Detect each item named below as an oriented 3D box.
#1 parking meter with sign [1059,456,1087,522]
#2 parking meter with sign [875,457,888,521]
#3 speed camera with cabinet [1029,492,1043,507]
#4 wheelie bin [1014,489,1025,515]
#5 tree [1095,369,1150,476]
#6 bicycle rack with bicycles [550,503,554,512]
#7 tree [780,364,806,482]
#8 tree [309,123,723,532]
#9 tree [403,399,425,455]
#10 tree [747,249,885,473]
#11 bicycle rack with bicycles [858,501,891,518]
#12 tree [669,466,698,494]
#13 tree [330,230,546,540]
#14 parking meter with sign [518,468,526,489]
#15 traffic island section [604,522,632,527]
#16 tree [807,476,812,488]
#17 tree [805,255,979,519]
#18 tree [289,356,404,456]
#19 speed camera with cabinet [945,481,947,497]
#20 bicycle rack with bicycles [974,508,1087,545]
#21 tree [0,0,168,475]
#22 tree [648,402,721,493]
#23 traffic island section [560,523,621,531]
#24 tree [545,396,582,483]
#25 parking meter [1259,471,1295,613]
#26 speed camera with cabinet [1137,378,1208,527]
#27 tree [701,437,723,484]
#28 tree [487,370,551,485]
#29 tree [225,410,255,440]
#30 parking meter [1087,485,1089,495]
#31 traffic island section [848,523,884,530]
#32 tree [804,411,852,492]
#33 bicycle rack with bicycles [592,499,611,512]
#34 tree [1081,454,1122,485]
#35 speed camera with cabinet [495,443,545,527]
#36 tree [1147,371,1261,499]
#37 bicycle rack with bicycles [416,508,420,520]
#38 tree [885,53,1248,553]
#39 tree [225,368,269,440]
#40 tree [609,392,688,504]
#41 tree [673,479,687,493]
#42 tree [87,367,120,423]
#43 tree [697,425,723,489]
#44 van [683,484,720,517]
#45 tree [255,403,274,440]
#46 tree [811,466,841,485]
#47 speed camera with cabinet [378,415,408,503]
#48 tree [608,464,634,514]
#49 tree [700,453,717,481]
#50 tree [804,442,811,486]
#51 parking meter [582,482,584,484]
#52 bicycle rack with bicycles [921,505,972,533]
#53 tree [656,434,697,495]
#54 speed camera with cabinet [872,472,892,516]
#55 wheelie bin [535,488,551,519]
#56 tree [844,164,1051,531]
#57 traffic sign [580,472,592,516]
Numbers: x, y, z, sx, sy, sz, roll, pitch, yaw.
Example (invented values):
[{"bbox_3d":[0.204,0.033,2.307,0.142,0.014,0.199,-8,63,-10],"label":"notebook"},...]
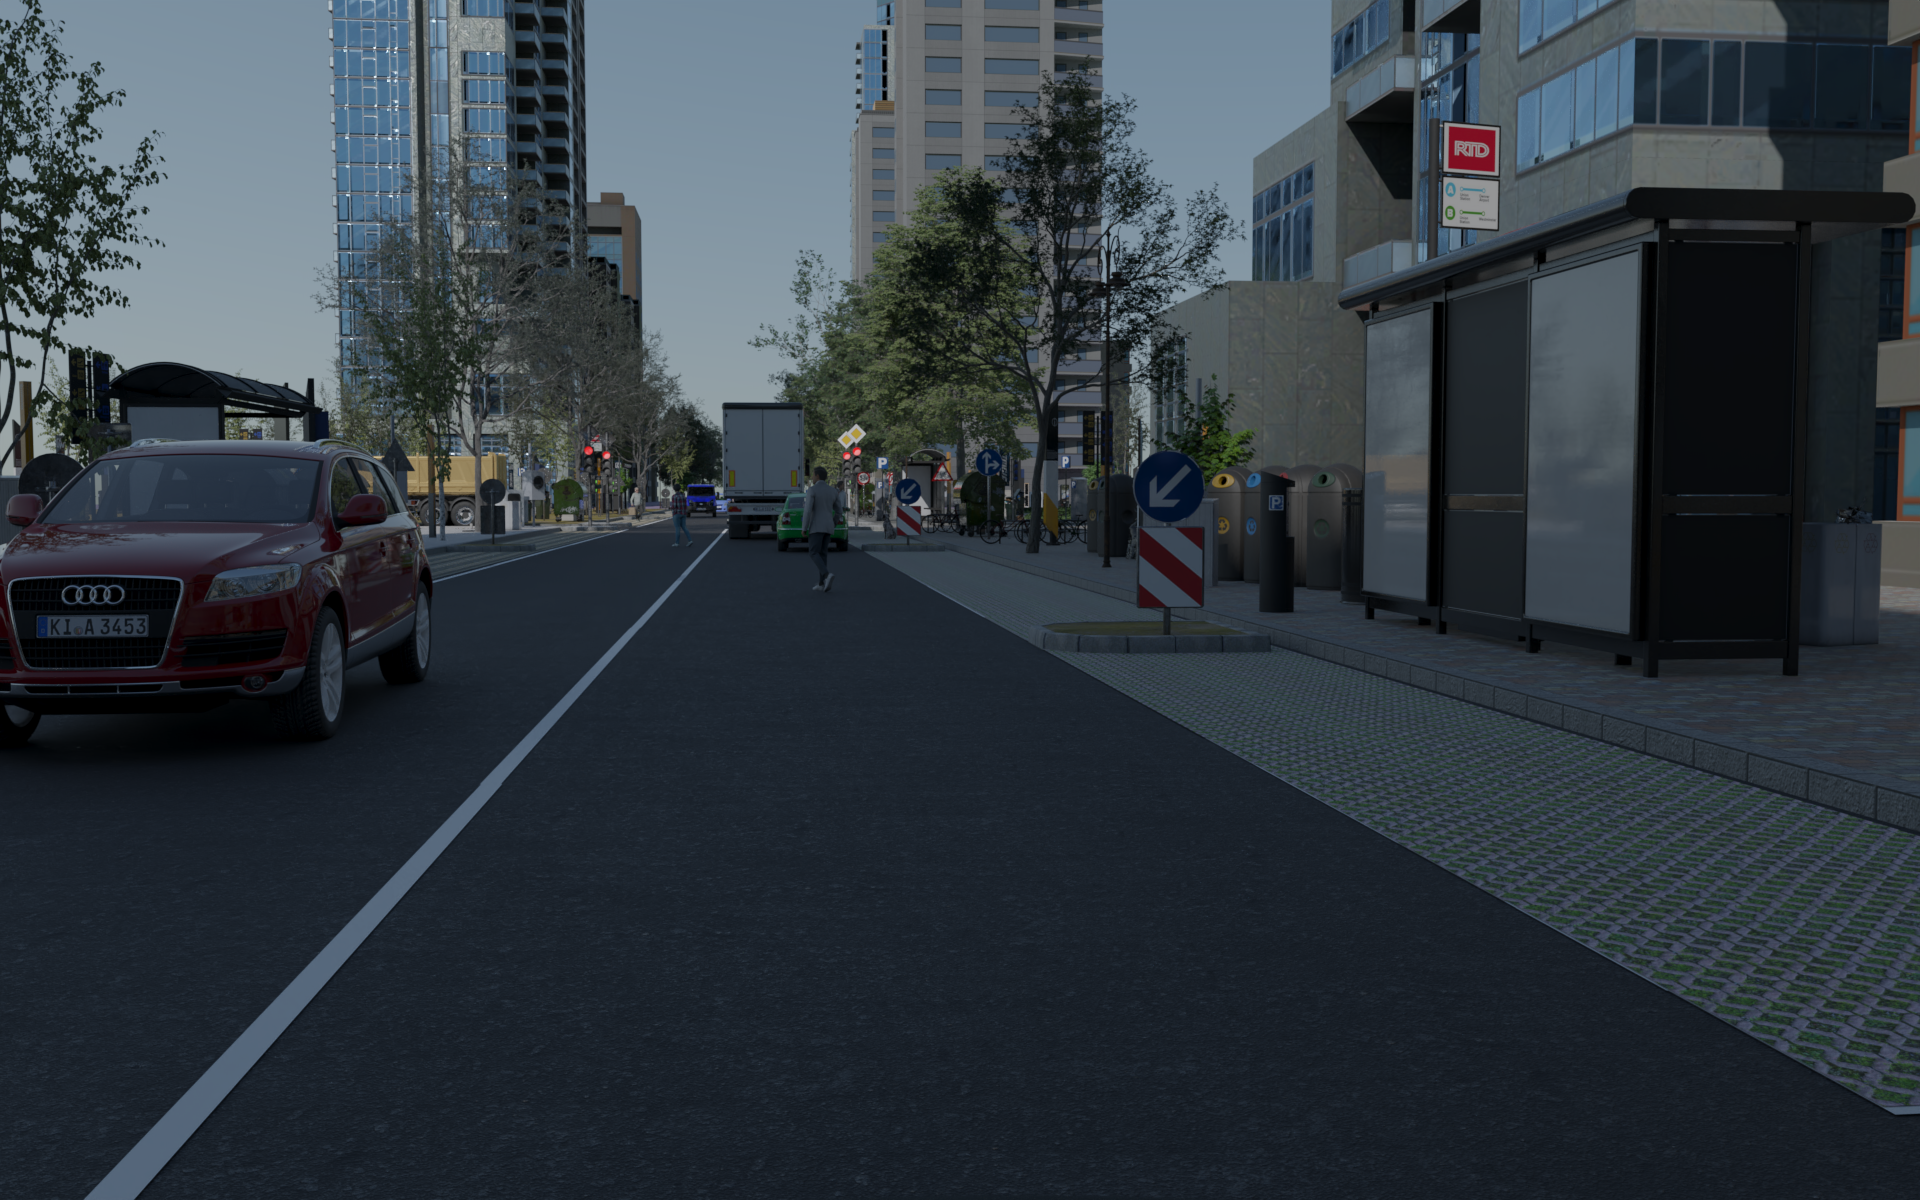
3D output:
[{"bbox_3d":[5.516,-5.115,79.892,1.738,3.016,0.543,-3,4,-37],"label":"parking meter with sign"},{"bbox_3d":[-3.806,-5.294,82.820,0.543,3.016,1.738,-1,4,-9],"label":"parking meter with sign"},{"bbox_3d":[5.598,-7.578,118.242,2.038,3.252,0.660,-1,4,-16],"label":"speed camera with cabinet"},{"bbox_3d":[3.639,-6.044,106.730,0.693,1.594,0.980,-1,4,-17],"label":"wheelie bin"},{"bbox_3d":[9.560,-9.112,99.347,4.360,8.622,3.978,0,3,0],"label":"tree"},{"bbox_3d":[-30.936,-6.818,124.848,2.925,0.926,2.852,0,4,5],"label":"bicycle rack with bicycles"},{"bbox_3d":[-11.776,-15.409,158.594,9.857,13.997,8.962,0,3,0],"label":"tree"},{"bbox_3d":[-16.454,-9.063,58.544,12.009,13.543,11.850,0,3,0],"label":"tree"},{"bbox_3d":[-32.290,-9.023,97.895,4.360,8.622,3.978,0,3,0],"label":"tree"},{"bbox_3d":[-9.769,-17.090,135.315,12.611,20.169,13.585,0,3,0],"label":"tree"},{"bbox_3d":[-3.934,-4.930,93.982,2.852,0.926,2.925,-2,4,-32],"label":"bicycle rack with bicycles"},{"bbox_3d":[-31.609,-13.103,197.939,4.285,4.588,4.351,0,3,0],"label":"tree"},{"bbox_3d":[-14.492,-5.940,47.486,4.737,8.622,4.395,0,3,0],"label":"tree"},{"bbox_3d":[-29.032,-7.321,115.967,0.543,3.016,1.738,0,4,5],"label":"parking meter with sign"},{"bbox_3d":[-15.515,-3.298,76.205,2.009,0.180,2.903,0,4,-7],"label":"traffic island section"},{"bbox_3d":[-18.230,-17.405,210.328,9.928,11.665,9.643,0,3,0],"label":"tree"},{"bbox_3d":[-3.387,-11.247,90.538,9.857,13.997,8.962,0,3,0],"label":"tree"},{"bbox_3d":[-32.097,-8.521,89.679,4.360,8.622,3.978,0,3,0],"label":"tree"},{"bbox_3d":[-1.844,-9.032,142.013,2.038,3.252,0.660,1,4,21],"label":"speed camera with cabinet"},{"bbox_3d":[2.265,-1.933,44.990,2.925,0.926,2.852,1,4,22],"label":"bicycle rack with bicycles"},{"bbox_3d":[-12.000,-4.348,21.452,4.737,8.622,4.395,0,3,0],"label":"tree"},{"bbox_3d":[-34.044,-18.065,212.367,9.611,12.733,9.660,0,3,0],"label":"tree"},{"bbox_3d":[-14.595,-2.813,68.273,2.009,0.180,2.903,0,4,-7],"label":"traffic island section"},{"bbox_3d":[-28.071,-10.376,120.006,4.737,8.622,4.395,0,3,0],"label":"tree"},{"bbox_3d":[3.451,-0.638,18.839,0.372,1.533,0.369,0,3,0],"label":"parking meter"},{"bbox_3d":[3.718,-2.199,30.283,0.660,3.252,2.038,-1,4,-15],"label":"speed camera with cabinet"},{"bbox_3d":[-43.864,-22.567,294.720,9.928,11.665,9.643,0,3,0],"label":"tree"},{"bbox_3d":[-25.765,-9.276,102.030,4.360,8.622,3.978,0,3,0],"label":"tree"},{"bbox_3d":[-47.377,-9.648,108.114,4.360,8.622,3.978,0,3,0],"label":"tree"},{"bbox_3d":[7.519,-5.950,102.989,0.255,1.863,0.399,-2,4,-34],"label":"parking meter"},{"bbox_3d":[-4.123,-2.887,69.479,2.009,0.180,2.903,0,4,-7],"label":"traffic island section"},{"bbox_3d":[-10.537,-11.901,144.937,4.737,8.622,4.395,0,3,0],"label":"tree"},{"bbox_3d":[-25.956,-6.875,125.785,2.852,0.926,2.925,0,4,-5],"label":"bicycle rack with bicycles"},{"bbox_3d":[11.359,-9.465,138.458,4.285,4.588,4.351,0,3,0],"label":"tree"},{"bbox_3d":[-17.002,-4.441,66.944,0.660,3.252,2.038,2,4,34],"label":"speed camera with cabinet"},{"bbox_3d":[4.001,-2.003,27.349,1.663,3.219,1.824,0,3,0],"label":"tree"},{"bbox_3d":[-26.876,-4.420,85.642,2.852,0.926,2.925,2,4,35],"label":"bicycle rack with bicycles"},{"bbox_3d":[1.817,-6.279,37.071,7.601,10.594,8.767,3,5,41],"label":"tree"},{"bbox_3d":[-42.900,-9.270,101.921,4.737,8.622,4.395,0,3,0],"label":"tree"},{"bbox_3d":[-26.556,-13.002,146.992,7.601,10.594,8.767,-1,4,-10],"label":"tree"},{"bbox_3d":[-30.887,-11.946,189.915,1.663,3.219,1.824,0,3,0],"label":"tree"},{"bbox_3d":[-47.080,-8.995,97.432,4.360,8.622,3.978,0,3,0],"label":"tree"},{"bbox_3d":[-44.537,-24.623,309.245,9.857,13.997,8.962,0,3,0],"label":"tree"},{"bbox_3d":[-16.131,-6.336,107.981,2.240,2.365,5.245,-1,4,-8],"label":"van"},{"bbox_3d":[-50.557,-10.889,128.398,4.360,8.622,3.978,0,3,0],"label":"tree"},{"bbox_3d":[-13.346,-11.653,174.241,4.285,4.588,4.351,0,3,0],"label":"tree"},{"bbox_3d":[-14.936,-3.004,43.450,2.038,3.252,0.660,1,4,10],"label":"speed camera with cabinet"},{"bbox_3d":[-22.003,-7.185,112.080,1.663,3.219,1.824,0,3,0],"label":"tree"},{"bbox_3d":[-40.377,-20.154,263.927,7.601,10.594,8.767,2,4,27],"label":"tree"},{"bbox_3d":[-27.295,-23.030,294.668,7.486,12.596,7.792,0,3,0],"label":"tree"},{"bbox_3d":[-18.258,-4.728,83.019,0.399,1.863,0.255,1,4,13],"label":"parking meter"},{"bbox_3d":[0.077,-2.702,57.562,2.925,0.926,2.852,0,4,-6],"label":"bicycle rack with bicycles"},{"bbox_3d":[-30.344,-14.297,184.117,4.737,8.622,4.395,0,3,0],"label":"tree"},{"bbox_3d":[-4.696,-6.590,102.079,0.660,3.252,2.038,-1,4,-15],"label":"speed camera with cabinet"},{"bbox_3d":[-21.134,-4.880,87.697,0.693,1.594,0.980,-3,5,-44],"label":"wheelie bin"},{"bbox_3d":[-0.332,-8.704,60.438,7.486,12.596,7.792,0,3,0],"label":"tree"},{"bbox_3d":[-21.391,-6.054,99.097,0.768,2.556,0.104,0,4,0],"label":"traffic sign"}]
